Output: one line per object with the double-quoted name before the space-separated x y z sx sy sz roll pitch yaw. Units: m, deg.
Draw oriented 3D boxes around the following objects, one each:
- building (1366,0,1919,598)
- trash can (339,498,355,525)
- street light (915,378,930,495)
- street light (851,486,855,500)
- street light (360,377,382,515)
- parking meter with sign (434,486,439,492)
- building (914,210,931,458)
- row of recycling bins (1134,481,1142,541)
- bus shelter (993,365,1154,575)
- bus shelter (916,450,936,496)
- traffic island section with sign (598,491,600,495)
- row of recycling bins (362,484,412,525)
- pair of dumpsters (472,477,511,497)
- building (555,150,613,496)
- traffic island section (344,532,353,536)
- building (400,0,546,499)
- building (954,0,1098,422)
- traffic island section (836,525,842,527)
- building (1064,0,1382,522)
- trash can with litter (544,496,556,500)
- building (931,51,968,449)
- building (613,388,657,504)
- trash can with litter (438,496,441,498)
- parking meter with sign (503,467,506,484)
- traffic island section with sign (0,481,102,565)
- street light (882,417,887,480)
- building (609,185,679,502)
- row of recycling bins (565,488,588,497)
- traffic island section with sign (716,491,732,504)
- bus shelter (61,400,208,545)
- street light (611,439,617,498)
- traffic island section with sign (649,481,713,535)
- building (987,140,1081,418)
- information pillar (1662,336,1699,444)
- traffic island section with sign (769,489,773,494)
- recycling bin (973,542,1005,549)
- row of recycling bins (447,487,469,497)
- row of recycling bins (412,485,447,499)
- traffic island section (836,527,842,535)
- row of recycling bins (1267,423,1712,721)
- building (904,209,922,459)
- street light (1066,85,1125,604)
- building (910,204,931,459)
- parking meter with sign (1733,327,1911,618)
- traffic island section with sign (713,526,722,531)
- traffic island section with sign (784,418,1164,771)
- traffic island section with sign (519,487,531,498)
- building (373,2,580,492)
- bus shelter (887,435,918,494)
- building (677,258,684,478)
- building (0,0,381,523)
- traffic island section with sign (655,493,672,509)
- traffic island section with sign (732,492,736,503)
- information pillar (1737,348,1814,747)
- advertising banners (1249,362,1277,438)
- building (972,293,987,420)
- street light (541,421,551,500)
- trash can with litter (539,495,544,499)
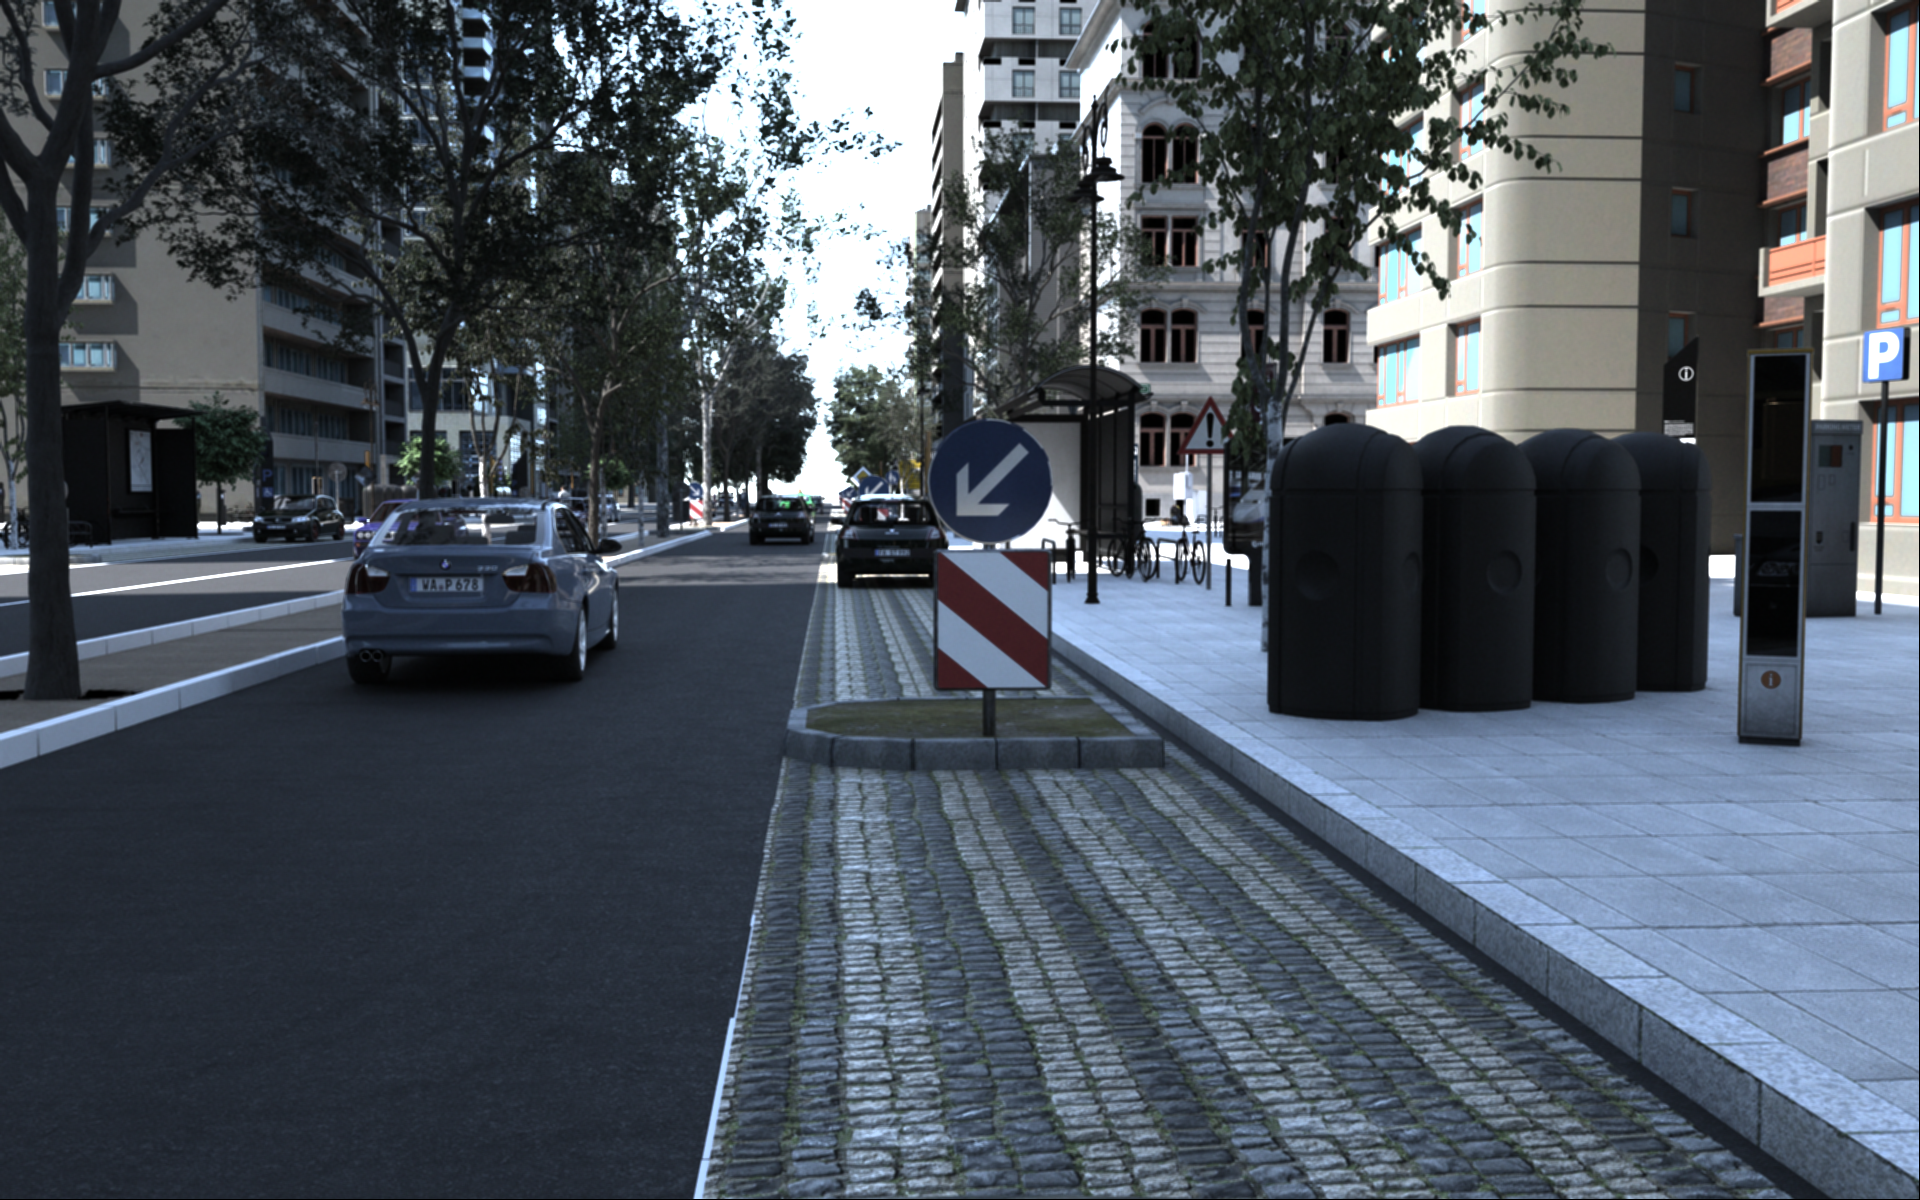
"building" 25.074 -11.304 29.863 27.650 21.520 28.899 0 4 -4
"trash can" -25.471 -3.685 71.903 0.748 1.137 0.748 0 3 0
"street light" -1.339 -5.404 61.139 0.468 5.910 1.993 0 4 -4
"street light" -18.994 -20.218 303.345 0.468 5.910 1.993 0 4 -4
"street light" -23.328 -5.867 68.716 0.468 5.910 1.993 0 4 -4
"parking meter with sign" -32.114 -6.651 104.998 1.738 3.016 0.543 3 4 39
"building" 0.343 -34.731 251.444 14.154 41.232 14.086 0 4 -4
"row of recycling bins" 3.258 -2.495 47.898 3.534 1.692 1.069 0 4 -3
"bus shelter" 1.824 -2.201 29.904 2.014 3.302 5.546 0 4 -4
"bus shelter" -0.934 -5.241 79.620 2.014 3.302 5.546 0 4 -4
"traffic island section with sign" -24.844 -6.685 117.922 1.989 1.847 2.006 0 4 -4
"row of recycling bins" -24.409 -4.056 73.427 1.069 1.692 3.534 0 4 -2
"pair of dumpsters" -26.867 -5.917 99.229 1.574 2.255 4.437 0 4 -4
"building" -48.292 -31.594 200.150 14.154 41.232 14.086 0 4 -4
"traffic island section" -20.654 -2.321 60.228 2.009 0.180 2.903 0 4 -4
"building" -49.462 -51.527 155.142 22.319 86.520 31.000 0 4 -4
"building" 14.662 -35.090 162.965 28.713 52.752 27.495 0 4 -4
"traffic island section" -3.984 -2.884 69.432 2.009 0.180 2.903 0 4 -4
"building" 17.691 -18.159 84.286 23.554 28.519 14.401 0 4 -4
"trash can with litter" -26.880 -6.235 113.326 0.624 1.170 1.055 2 4 34
"building" 8.100 -34.502 187.810 21.300 48.544 21.600 0 4 -4
"building" -58.037 -24.624 247.640 27.650 21.520 28.899 0 4 -4
"trash can with litter" -26.633 -4.702 88.273 0.624 1.170 1.055 0 4 -5
"parking meter with sign" -28.017 -6.950 109.887 1.738 3.016 0.543 0 4 -6
"traffic island section with sign" -18.877 -1.649 35.592 1.989 1.847 2.006 0 4 -4
"street light" -4.387 -7.948 102.732 0.468 5.910 1.993 0 4 -4
"building" -56.155 -39.704 272.864 21.300 48.544 21.600 0 4 -4
"row of recycling bins" -28.712 -7.457 129.039 1.069 1.692 3.534 -2 4 -32
"traffic island section with sign" -34.425 -14.783 250.324 1.989 1.847 2.006 0 4 -4
"bus shelter" -22.074 -3.371 46.391 1.731 3.624 6.357 0 4 -4
"street light" -28.875 -10.503 144.508 0.468 5.910 1.993 0 4 -4
"traffic island section with sign" -9.920 -3.248 61.238 2.006 1.907 1.989 0 4 -4
"building" 9.896 -17.879 111.396 14.314 24.678 30.058 0 4 -4
"information pillar" 10.748 -2.111 25.865 0.504 3.616 0.183 3 4 37
"traffic island section with sign" -15.884 -8.283 143.568 2.006 1.907 1.989 0 4 -4
"recycling bin" 0.748 -1.652 39.566 0.722 1.027 0.722 2 4 24
"row of recycling bins" -28.995 -5.438 96.019 3.534 1.692 1.069 0 4 -5
"row of recycling bins" -24.159 -4.295 77.334 1.069 1.692 3.534 0 4 2
"traffic island section" -3.407 -2.397 61.468 2.009 0.180 2.903 0 4 -4
"row of recycling bins" 3.437 -0.227 10.822 3.534 1.692 1.069 -2 4 -32
"building" 2.074 -40.954 289.200 23.786 49.044 30.456 0 4 -4
"street light" 1.555 -2.899 20.182 0.468 5.910 1.993 0 4 -4
"building" -0.495 -37.684 266.238 14.600 45.320 14.200 0 4 -4
"parking meter with sign" 9.007 -1.340 18.174 1.738 3.016 0.543 -1 4 -16
"traffic island section with sign" -10.445 -3.700 68.626 2.006 1.907 1.989 0 4 -4
"traffic island section with sign" 0.002 -0.076 9.870 1.989 1.847 2.006 0 4 -4
"traffic island section with sign" -22.894 -5.040 91.038 1.989 1.847 2.006 0 4 -4
"building" -51.252 -45.447 181.305 20.563 71.187 20.611 0 4 -4
"bus shelter" -3.721 -8.338 113.951 2.179 5.291 8.768 0 4 -4
"building" -54.174 -37.171 291.346 14.154 41.232 14.086 0 4 -4
"building" -43.189 -28.341 87.084 21.300 48.544 21.600 0 4 -4
"traffic island section with sign" -28.463 -9.744 167.936 1.989 1.847 2.006 0 4 -4
"traffic island section with sign" -36.386 -16.427 277.208 1.989 1.847 2.006 0 4 -4
"information pillar" 4.197 -0.271 8.920 0.304 2.012 0.304 2 4 25
"advertising banners" 4.499 -1.616 22.615 0.090 3.025 2.074 -3 4 -36
"building" 6.643 -16.599 136.021 10.561 19.102 19.286 0 4 -4
"street light" -26.277 -8.393 110.013 0.468 5.910 1.993 0 4 -4
"trash can with litter" -28.384 -6.564 118.370 1.678 1.210 2.233 0 4 6
